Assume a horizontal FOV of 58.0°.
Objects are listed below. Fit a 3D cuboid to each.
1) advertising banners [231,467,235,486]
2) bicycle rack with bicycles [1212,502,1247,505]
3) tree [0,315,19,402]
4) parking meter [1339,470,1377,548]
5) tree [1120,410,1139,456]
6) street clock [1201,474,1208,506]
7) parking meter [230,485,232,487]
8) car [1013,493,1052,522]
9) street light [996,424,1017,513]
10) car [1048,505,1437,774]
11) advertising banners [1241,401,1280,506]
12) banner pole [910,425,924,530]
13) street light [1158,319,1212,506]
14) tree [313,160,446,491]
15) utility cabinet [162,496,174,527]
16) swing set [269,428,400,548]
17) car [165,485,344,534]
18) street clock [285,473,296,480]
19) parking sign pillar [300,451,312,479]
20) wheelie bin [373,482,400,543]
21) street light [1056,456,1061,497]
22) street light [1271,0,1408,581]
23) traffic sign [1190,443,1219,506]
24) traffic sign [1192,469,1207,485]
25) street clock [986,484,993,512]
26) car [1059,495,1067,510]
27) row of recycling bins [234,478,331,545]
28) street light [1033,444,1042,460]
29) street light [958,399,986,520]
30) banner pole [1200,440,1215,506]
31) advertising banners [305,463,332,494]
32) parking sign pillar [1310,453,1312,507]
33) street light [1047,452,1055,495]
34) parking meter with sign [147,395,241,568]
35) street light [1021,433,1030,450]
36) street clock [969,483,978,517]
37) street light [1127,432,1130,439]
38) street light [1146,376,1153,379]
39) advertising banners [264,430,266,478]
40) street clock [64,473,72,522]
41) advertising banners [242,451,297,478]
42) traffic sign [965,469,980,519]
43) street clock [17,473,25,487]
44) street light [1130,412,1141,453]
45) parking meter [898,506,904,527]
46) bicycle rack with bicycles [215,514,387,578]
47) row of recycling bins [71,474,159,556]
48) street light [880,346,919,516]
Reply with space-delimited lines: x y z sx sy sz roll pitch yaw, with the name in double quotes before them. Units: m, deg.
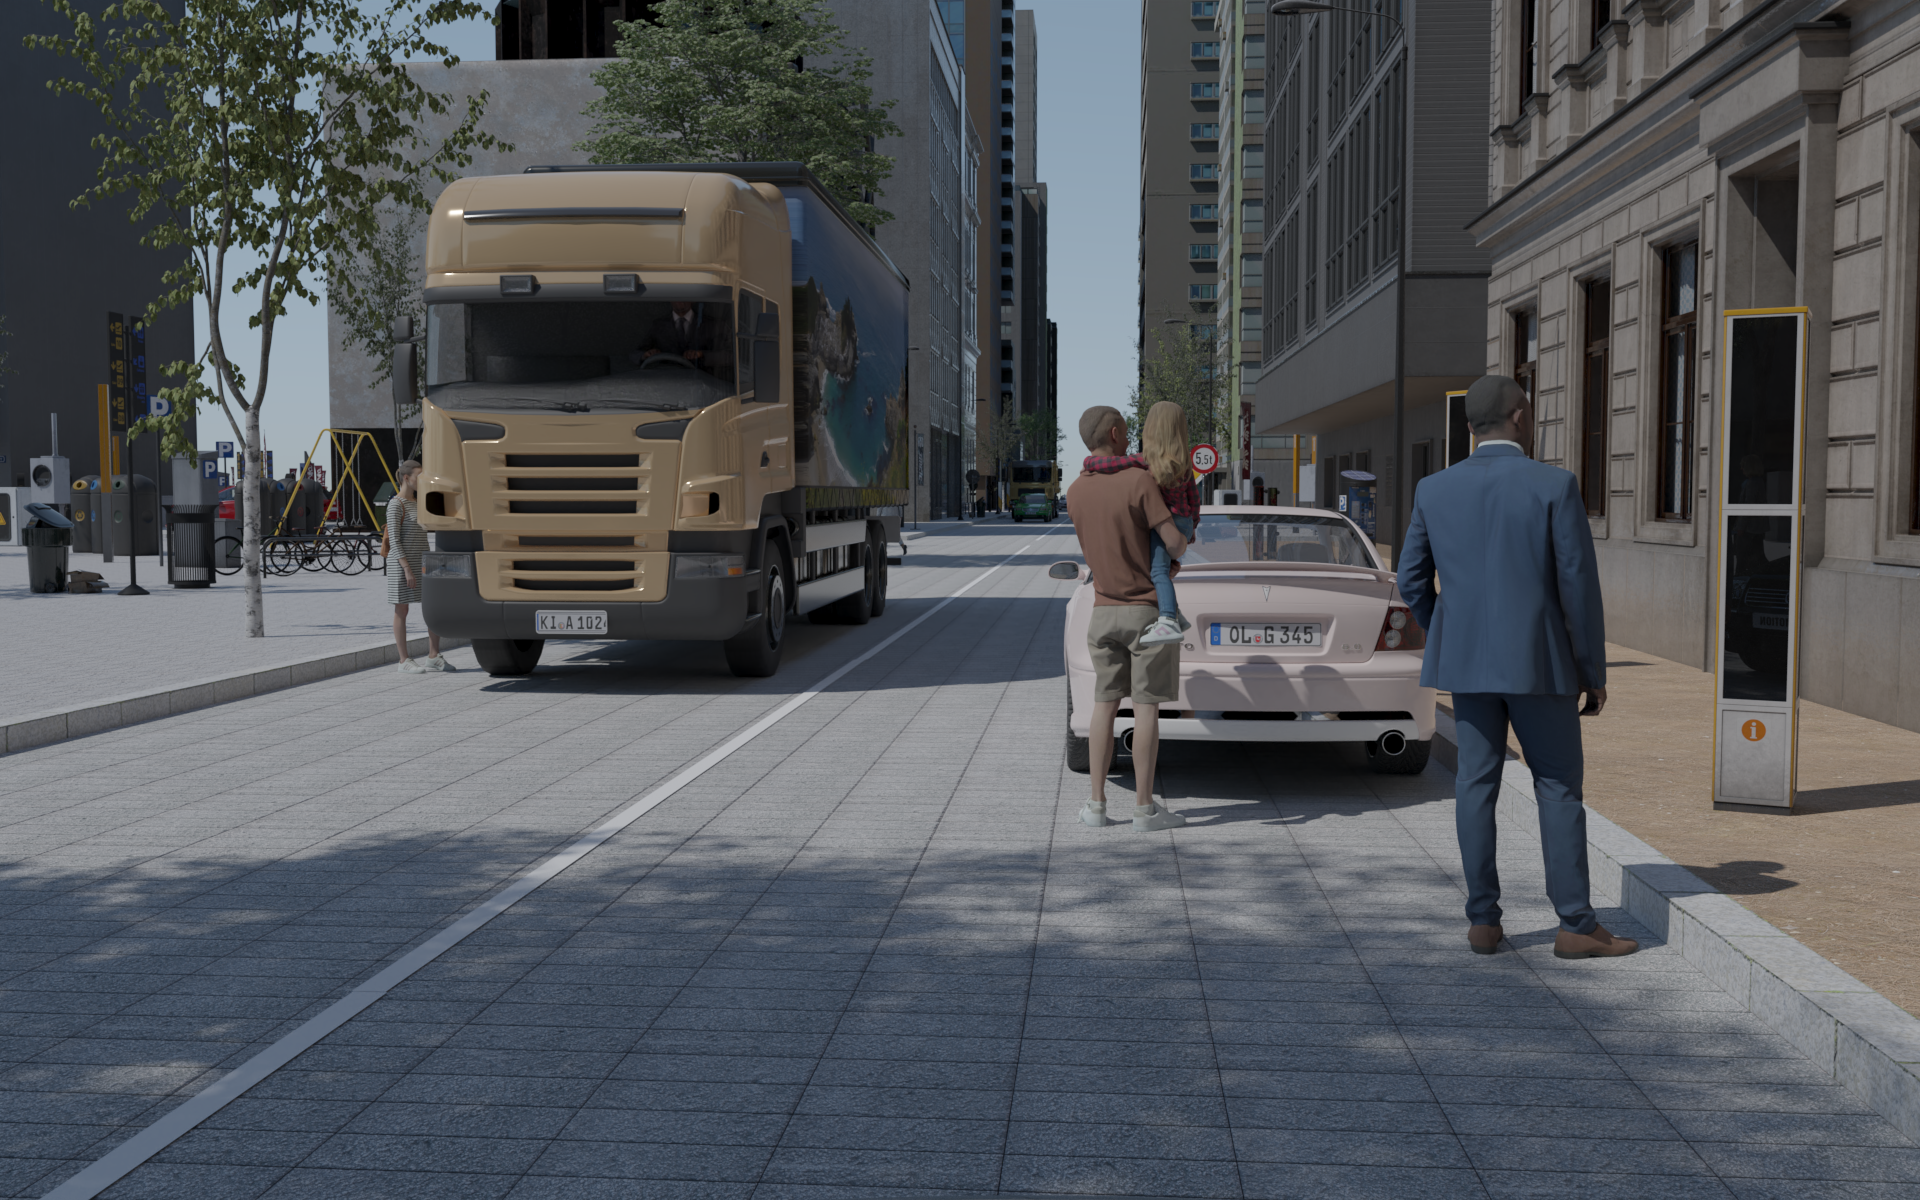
"advertising banners" -46.301 -7.026 111.061 0.090 3.025 2.074 0 4 0
"bicycle rack with bicycles" 11.528 -3.738 74.506 2.925 0.926 2.852 -2 4 -27
"tree" -27.459 -5.842 45.872 4.360 8.622 3.978 0 3 0
"parking meter" 4.087 -0.575 17.811 0.372 1.533 0.369 0 3 0
"tree" 21.373 -17.628 213.968 9.928 11.665 9.643 0 3 0
"street clock" 8.197 -3.247 57.655 0.358 2.002 0.471 0 4 -3
"parking meter" -48.442 -6.672 114.798 0.399 1.863 0.255 1 4 22
"car" 3.763 -4.899 88.895 1.959 1.807 4.718 0 4 6
"street light" 3.030 -8.658 114.094 1.470 5.913 1.316 0 4 5
"car" 1.556 0.127 10.285 2.083 1.381 4.827 0 4 4
"advertising banners" 5.806 -2.287 33.574 0.090 3.025 2.074 2 4 31
"banner pole" -1.505 -4.451 62.787 0.401 3.779 0.863 2 4 28
"street light" 6.114 -4.499 46.093 1.470 5.913 1.316 0 4 5
"tree" -12.108 -5.372 38.187 4.360 8.622 3.978 0 3 0
"utility cabinet" -30.709 -3.405 66.827 1.020 1.237 0.306 -2 4 -34
"swing set" -15.075 -2.749 42.564 2.862 2.851 3.119 0 4 0
"car" -21.743 -2.731 53.320 5.304 1.827 2.281 0 4 4
"street clock" -23.316 -3.411 60.333 0.358 2.002 0.471 0 4 -3
"parking sign pillar" -40.606 -7.289 107.649 1.447 3.967 1.447 -3 4 -36
"wheelie bin" -14.931 -2.295 45.429 0.980 1.594 0.693 3 4 37
"street light" 11.387 -14.757 213.812 1.470 5.913 1.316 0 4 5
"street light" 3.627 -2.684 16.424 1.470 5.913 1.316 0 4 5
"traffic sign" 6.154 -2.667 43.707 0.768 2.556 0.104 1 4 14
"traffic sign" 6.254 -2.599 46.131 0.795 2.450 0.064 0 4 5
"street clock" 2.122 -7.250 123.113 0.471 2.002 0.358 0 4 6
"car" 9.621 -8.651 153.810 2.083 1.381 4.827 0 4 6
"row of recycling bins" -17.654 -2.310 44.878 1.069 1.692 3.534 0 4 8
"street light" 6.973 -11.532 161.081 1.470 5.913 1.316 0 4 5
"street light" 0.567 -6.843 84.423 1.470 5.913 1.316 0 4 5
"banner pole" 11.473 -5.507 80.061 0.863 3.779 0.401 0 4 7
"advertising banners" -35.644 -6.174 97.129 2.074 3.025 0.090 -2 4 -35
"parking sign pillar" 16.625 -5.529 78.878 1.447 3.967 1.447 3 4 38
"street light" 9.418 -13.358 190.937 1.470 5.913 1.316 0 4 5
"parking meter with sign" -13.376 -2.081 30.289 1.738 3.016 0.543 1 4 22
"street light" 4.467 -9.710 131.305 1.470 5.913 1.316 0 4 5
"street clock" 0.744 -5.607 96.237 0.471 2.002 0.358 -1 4 -15
"street light" 13.070 -9.566 128.947 1.470 5.913 1.316 0 4 5
"street light" 8.029 -5.865 68.435 1.470 5.913 1.316 0 4 5
"advertising banners" -19.129 -3.154 47.757 0.090 3.025 2.074 -1 4 -20
"street clock" -30.212 -3.306 58.620 0.358 2.002 0.471 -3 5 -43
"advertising banners" -26.558 -4.317 66.776 2.074 3.025 0.090 -1 4 -11
"traffic sign" 0.644 -5.424 88.794 0.768 2.556 0.104 1 4 14
"street clock" -32.237 -3.359 59.490 0.358 2.002 0.471 -2 4 -28
"street light" 10.547 -7.707 98.543 1.470 5.913 1.316 0 4 5
"parking meter" -2.335 -3.561 66.640 0.372 1.533 0.369 0 3 0
"bicycle rack with bicycles" -10.387 -0.867 27.562 2.925 0.926 2.852 -2 4 -25
"row of recycling bins" -18.061 -1.832 37.058 1.069 1.692 3.534 -3 5 -43
"street light" -1.972 -5.023 54.668 1.470 5.913 1.316 0 4 5
